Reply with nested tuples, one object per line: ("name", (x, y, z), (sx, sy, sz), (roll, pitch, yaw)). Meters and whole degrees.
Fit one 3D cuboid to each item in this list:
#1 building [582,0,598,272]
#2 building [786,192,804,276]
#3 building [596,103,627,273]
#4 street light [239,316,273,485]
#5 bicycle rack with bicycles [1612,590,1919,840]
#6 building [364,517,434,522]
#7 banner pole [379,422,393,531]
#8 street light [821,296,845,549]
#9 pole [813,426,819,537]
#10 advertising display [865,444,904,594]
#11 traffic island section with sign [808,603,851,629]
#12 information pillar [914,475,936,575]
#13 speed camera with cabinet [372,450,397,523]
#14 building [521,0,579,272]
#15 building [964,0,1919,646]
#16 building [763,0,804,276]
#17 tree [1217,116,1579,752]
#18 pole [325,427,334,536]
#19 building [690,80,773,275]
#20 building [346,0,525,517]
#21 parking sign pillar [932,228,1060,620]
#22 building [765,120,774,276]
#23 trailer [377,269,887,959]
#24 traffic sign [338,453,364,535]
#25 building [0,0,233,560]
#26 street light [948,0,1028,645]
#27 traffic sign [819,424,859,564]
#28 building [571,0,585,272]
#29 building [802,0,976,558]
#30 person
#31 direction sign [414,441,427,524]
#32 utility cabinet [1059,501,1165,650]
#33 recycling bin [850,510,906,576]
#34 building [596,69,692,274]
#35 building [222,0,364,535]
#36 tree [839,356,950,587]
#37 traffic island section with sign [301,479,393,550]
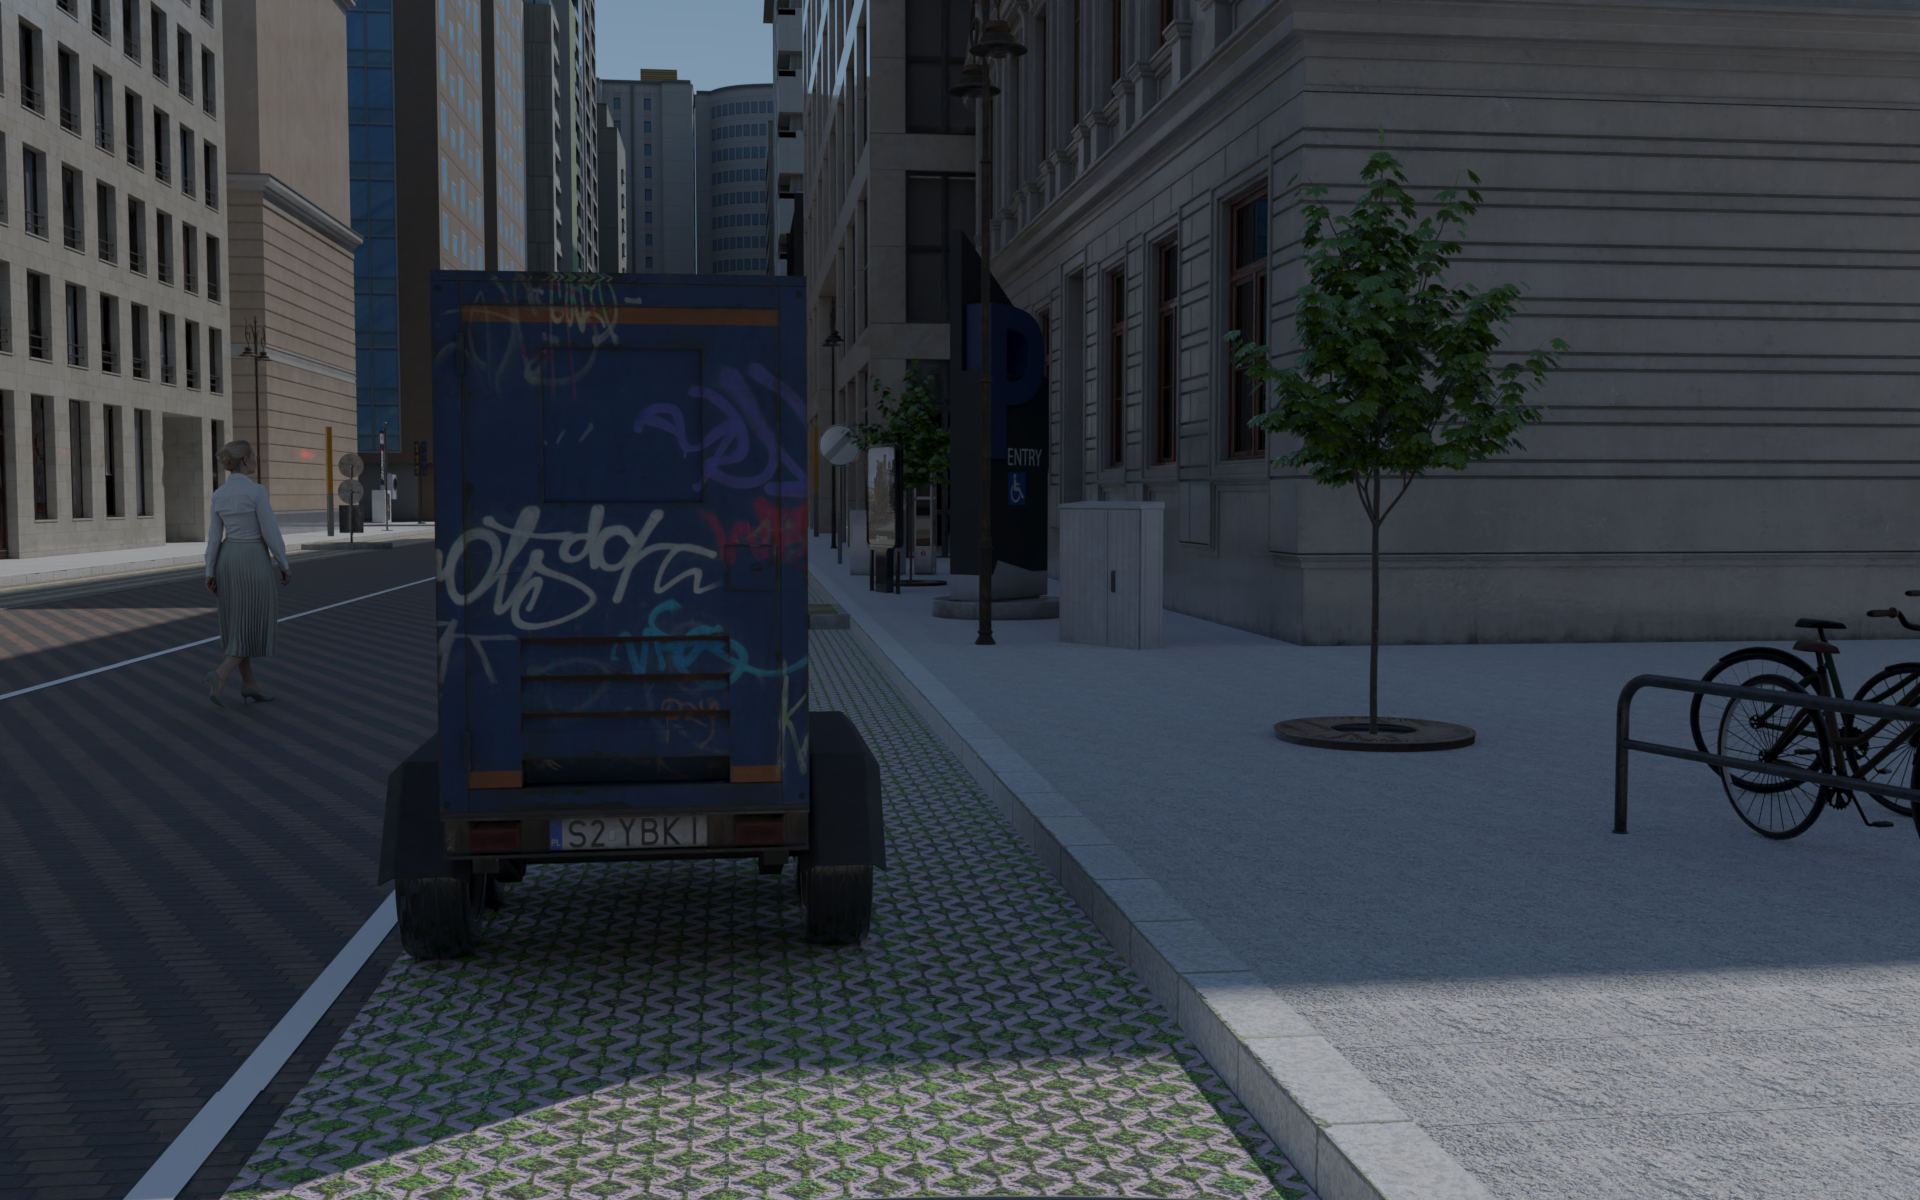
("building", (-48.113, -45.928, 189.177), (20.563, 71.187, 20.611), (0, 4, -7))
("building", (-4.412, -17.046, 108.388), (12.332, 23.373, 15.834), (0, 4, -7))
("building", (-51.876, -35.914, 210.890), (21.600, 48.544, 21.300), (0, 4, -7))
("street light", (-18.299, -4.425, 45.144), (0.468, 5.910, 1.993), (0, 4, -7))
("bicycle rack with bicycles", (3.714, 0.436, 6.259), (2.852, 0.926, 2.925), (-1, 4, -21))
("building", (-31.384, -26.553, 84.247), (14.600, 45.320, 14.200), (0, 4, -7))
("banner pole", (-19.964, -4.282, 60.028), (0.401, 3.779, 0.863), (0, 4, -1))
("street light", (-2.976, -4.150, 40.648), (0.468, 5.910, 1.993), (0, 4, -7))
("pole", (-4.317, -3.553, 51.940), (0.158, 3.312, 0.155), (0, 3, 0))
("advertising display", (-0.984, -1.060, 22.549), (0.123, 1.923, 0.974), (-2, 4, -26))
("traffic island section with sign", (-2.254, -0.638, 19.066), (1.989, 1.847, 2.006), (0, 4, -7))
("information pillar", (-0.552, -1.411, 27.560), (0.304, 2.012, 0.304), (1, 4, 12))
("speed camera with cabinet", (-25.482, -5.038, 76.701), (0.660, 3.252, 2.038), (0, 4, -3))
("building", (-37.908, -27.716, 136.749), (14.154, 41.232, 14.086), (0, 4, -7))
("building", (6.558, -11.499, 24.158), (11.583, 22.565, 21.152), (0, 4, -7))
("building", (-4.298, -35.395, 167.943), (28.713, 52.752, 27.495), (0, 4, -7))
("tree", (2.054, -0.877, 8.949), (1.663, 3.219, 1.824), (0, 3, 0))
("pole", (-19.092, -3.585, 52.457), (0.158, 3.312, 0.155), (0, 3, 0))
("building", (-23.131, -43.051, 245.880), (28.212, 58.520, 21.231), (0, 4, -7))
("building", (-36.762, -28.402, 114.489), (14.600, 45.320, 14.200), (0, 4, -7))
("parking sign pillar", (0.423, -1.817, 18.173), (1.447, 3.967, 1.447), (2, 4, 33))
("building", (-13.232, -36.212, 215.775), (21.300, 48.544, 21.600), (0, 4, -7))
("trailer", (-1.148, 0.038, 6.435), (1.471, 1.999, 3.904), (-1, 4, -8))
("traffic sign", (-19.093, -3.316, 54.326), (0.768, 2.556, 0.104), (0, 4, -6))
("building", (-24.480, -11.279, 39.169), (10.420, 20.320, 16.860), (0, 4, -7))
("street light", (0.216, -2.558, 14.617), (0.468, 5.910, 1.993), (0, 4, -7))
("traffic sign", (-2.207, -1.937, 31.783), (0.768, 2.556, 0.104), (0, 4, -7))
("building", (-45.673, -51.929, 161.718), (22.319, 86.520, 31.000), (0, 4, -7))
("building", (5.594, -15.121, 51.742), (19.350, 26.468, 34.151), (0, 4, -7))
("person", (-4.883, -0.183, 11.721), (0.478, 1.798, 0.641), (2, 4, 28))
("direction sign", (-23.165, -5.041, 74.412), (0.876, 3.537, 0.379), (3, 4, 39))
("utility cabinet", (1.269, -0.216, 14.690), (0.306, 1.237, 1.020), (-3, 4, -37))
("recycling bin", (-1.304, -0.919, 27.580), (0.722, 1.027, 0.722), (1, 4, 17))
("building", (-51.121, -42.835, 242.351), (28.212, 58.520, 21.231), (0, 4, -7))
("building", (-31.565, -16.610, 57.475), (20.117, 28.700, 13.634), (0, 4, -7))
("tree", (-0.579, -1.819, 24.336), (1.663, 3.219, 1.824), (0, 3, 0))
("traffic island section with sign", (-15.883, -2.226, 45.026), (1.989, 1.847, 2.006), (0, 4, -7))
